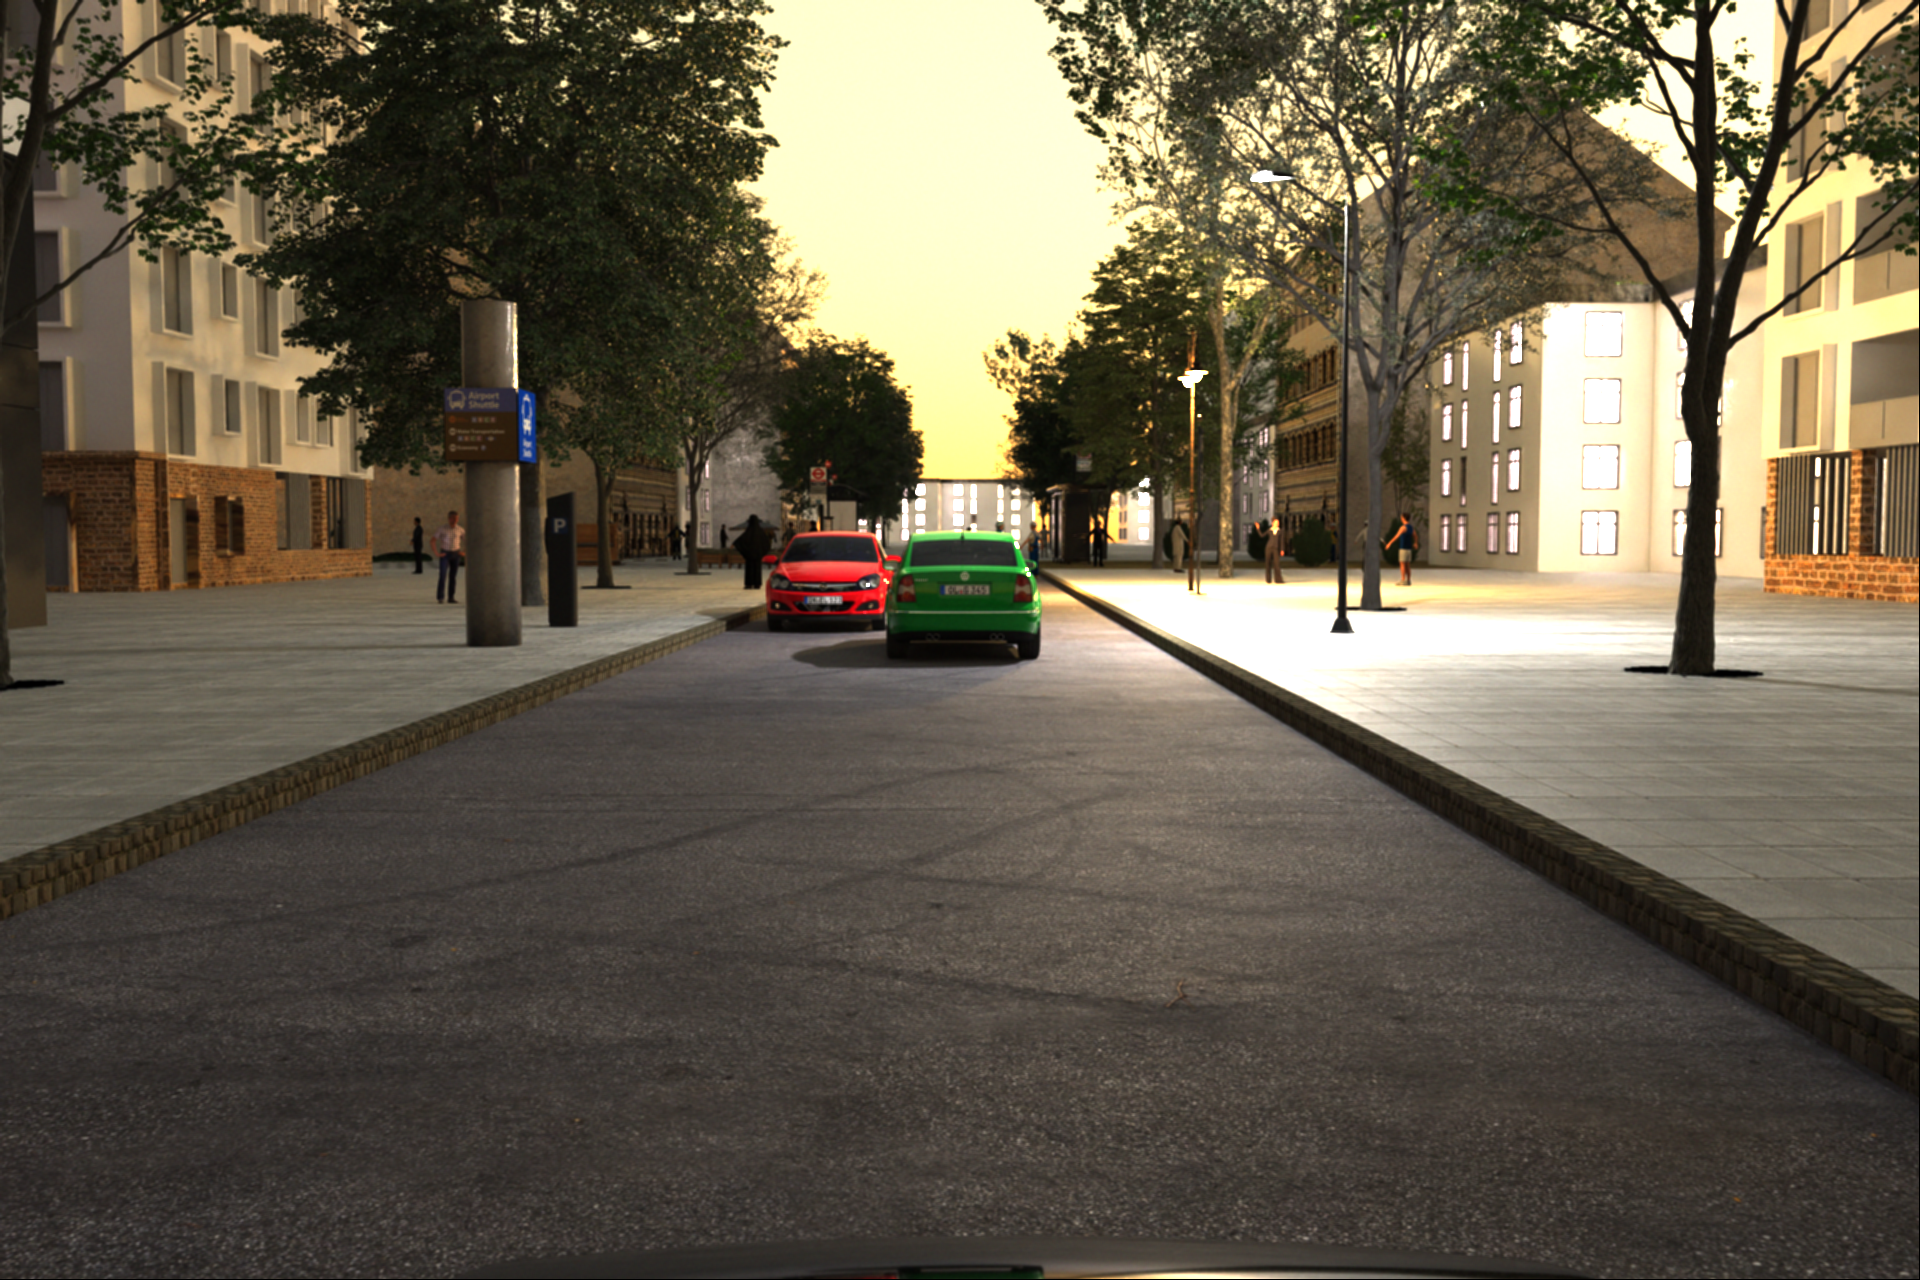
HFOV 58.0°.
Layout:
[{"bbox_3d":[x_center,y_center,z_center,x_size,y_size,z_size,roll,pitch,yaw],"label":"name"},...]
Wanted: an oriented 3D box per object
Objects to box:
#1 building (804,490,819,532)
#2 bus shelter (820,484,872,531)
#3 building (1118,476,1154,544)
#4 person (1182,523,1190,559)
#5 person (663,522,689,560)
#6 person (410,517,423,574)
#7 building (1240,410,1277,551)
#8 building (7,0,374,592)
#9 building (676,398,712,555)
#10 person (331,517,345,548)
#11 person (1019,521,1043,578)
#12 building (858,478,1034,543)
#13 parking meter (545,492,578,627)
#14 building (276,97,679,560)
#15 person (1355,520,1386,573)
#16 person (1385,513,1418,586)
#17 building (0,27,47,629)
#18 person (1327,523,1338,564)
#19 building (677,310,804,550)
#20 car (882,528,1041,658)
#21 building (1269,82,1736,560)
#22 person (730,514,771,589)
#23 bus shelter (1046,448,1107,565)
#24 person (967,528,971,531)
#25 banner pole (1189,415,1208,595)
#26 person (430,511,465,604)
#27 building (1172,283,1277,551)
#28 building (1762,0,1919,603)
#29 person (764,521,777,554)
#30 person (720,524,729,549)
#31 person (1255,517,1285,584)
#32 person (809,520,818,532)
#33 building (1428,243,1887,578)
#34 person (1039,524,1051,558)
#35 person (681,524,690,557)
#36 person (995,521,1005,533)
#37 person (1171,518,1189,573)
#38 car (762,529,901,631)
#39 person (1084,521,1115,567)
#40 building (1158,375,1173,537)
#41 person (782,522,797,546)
[{"bbox_3d":[-24.289,-22.299,221.000,16.016,20.090,11.380,0,4,1],"label":"building"},{"bbox_3d":[-4.885,-4.822,72.756,2.014,3.302,5.546,0,4,1],"label":"bus shelter"},{"bbox_3d":[25.910,-17.104,221.801,9.099,9.664,28.070,0,4,0],"label":"building"},{"bbox_3d":[11.337,-5.001,87.706,1.347,1.837,0.705,-3,4,-38],"label":"person"},{"bbox_3d":[-13.920,-4.853,85.127,1.354,1.856,0.705,-1,4,-14],"label":"person"},{"bbox_3d":[-17.615,-3.066,56.183,0.704,1.823,1.345,0,4,-7],"label":"person"},{"bbox_3d":[25.687,-10.723,117.472,9.099,9.664,28.070,0,3,0],"label":"building"},{"bbox_3d":[-23.064,-11.206,39.645,16.016,20.090,11.380,0,4,1],"label":"building"},{"bbox_3d":[-21.616,-10.877,119.994,9.099,9.664,28.070,0,4,0],"label":"building"},{"bbox_3d":[-19.766,-3.033,55.422,1.345,1.849,0.704,0,4,6],"label":"person"},{"bbox_3d":[2.359,-2.915,55.971,0.705,1.847,1.347,2,4,35],"label":"person"},{"bbox_3d":[-2.874,-19.246,259.280,28.070,9.664,9.099,0,4,3],"label":"building"},{"bbox_3d":[-5.515,-1.115,23.947,0.399,1.863,0.255,0,4,0],"label":"parking meter"},{"bbox_3d":[-26.135,-16.042,93.211,19.493,23.208,18.063,0,4,1],"label":"building"},{"bbox_3d":[13.564,-3.113,57.361,0.721,1.778,1.216,-3,5,-42],"label":"person"},{"bbox_3d":[11.017,-2.249,42.947,1.345,1.807,0.704,-3,5,-43],"label":"person"},{"bbox_3d":[-27.084,-10.016,7.738,27.936,21.610,32.646,0,4,1],"label":"building"},{"bbox_3d":[16.186,-4.228,75.593,0.721,1.772,1.216,-1,4,-9],"label":"person"},{"bbox_3d":[-23.068,-19.078,142.861,19.493,23.208,18.063,0,3,0],"label":"building"},{"bbox_3d":[0.008,-0.767,21.338,1.959,1.807,4.718,0,4,-1],"label":"car"},{"bbox_3d":[27.797,-16.027,92.967,19.493,23.208,18.063,0,4,1],"label":"building"},{"bbox_3d":[-4.868,-2.053,40.355,0.721,1.737,1.214,3,5,41],"label":"person"},{"bbox_3d":[5.052,-6.084,77.107,2.179,5.291,8.768,0,4,-2],"label":"bus shelter"},{"bbox_3d":[0.334,-4.523,83.131,0.721,1.740,1.216,1,4,18],"label":"person"},{"bbox_3d":[5.058,-2.839,36.435,0.401,3.779,0.863,0,4,0],"label":"banner pole"},{"bbox_3d":[-9.452,-1.542,32.198,0.756,1.711,0.436,-2,4,-29],"label":"person"},{"bbox_3d":[27.795,-19.034,142.142,19.493,23.208,18.063,0,4,1],"label":"building"},{"bbox_3d":[22.663,-10.956,35.558,16.016,20.090,11.380,0,4,0],"label":"building"},{"bbox_3d":[-8.423,-4.279,75.725,1.354,1.858,0.705,3,5,44],"label":"person"},{"bbox_3d":[-12.878,-5.406,94.522,0.704,1.812,1.346,-1,4,-23],"label":"person"},{"bbox_3d":[7.999,-2.315,44.691,0.742,1.727,0.445,-1,4,-23],"label":"person"},{"bbox_3d":[-5.664,-3.681,66.372,0.705,1.806,1.347,2,4,24],"label":"person"},{"bbox_3d":[24.024,-7.112,58.427,9.099,9.664,28.070,0,3,0],"label":"building"},{"bbox_3d":[4.572,-5.343,93.545,1.347,1.806,0.705,1,4,21],"label":"person"},{"bbox_3d":[-15.152,-5.510,96.225,0.704,1.843,1.345,1,4,18],"label":"person"},{"bbox_3d":[1.202,-2.567,50.559,0.704,1.817,1.347,-1,4,-9],"label":"person"},{"bbox_3d":[7.323,-3.168,57.880,0.704,1.819,1.344,-1,4,-17],"label":"person"},{"bbox_3d":[-1.965,-1.102,27.066,2.155,1.783,4.494,0,4,0],"label":"car"},{"bbox_3d":[5.476,-3.799,68.341,1.346,1.802,0.704,-1,4,-19],"label":"person"},{"bbox_3d":[27.741,-20.846,197.252,16.016,20.090,11.380,0,4,1],"label":"building"},{"bbox_3d":[-7.162,-4.112,73.509,0.705,1.796,1.348,-3,5,-44],"label":"person"}]
